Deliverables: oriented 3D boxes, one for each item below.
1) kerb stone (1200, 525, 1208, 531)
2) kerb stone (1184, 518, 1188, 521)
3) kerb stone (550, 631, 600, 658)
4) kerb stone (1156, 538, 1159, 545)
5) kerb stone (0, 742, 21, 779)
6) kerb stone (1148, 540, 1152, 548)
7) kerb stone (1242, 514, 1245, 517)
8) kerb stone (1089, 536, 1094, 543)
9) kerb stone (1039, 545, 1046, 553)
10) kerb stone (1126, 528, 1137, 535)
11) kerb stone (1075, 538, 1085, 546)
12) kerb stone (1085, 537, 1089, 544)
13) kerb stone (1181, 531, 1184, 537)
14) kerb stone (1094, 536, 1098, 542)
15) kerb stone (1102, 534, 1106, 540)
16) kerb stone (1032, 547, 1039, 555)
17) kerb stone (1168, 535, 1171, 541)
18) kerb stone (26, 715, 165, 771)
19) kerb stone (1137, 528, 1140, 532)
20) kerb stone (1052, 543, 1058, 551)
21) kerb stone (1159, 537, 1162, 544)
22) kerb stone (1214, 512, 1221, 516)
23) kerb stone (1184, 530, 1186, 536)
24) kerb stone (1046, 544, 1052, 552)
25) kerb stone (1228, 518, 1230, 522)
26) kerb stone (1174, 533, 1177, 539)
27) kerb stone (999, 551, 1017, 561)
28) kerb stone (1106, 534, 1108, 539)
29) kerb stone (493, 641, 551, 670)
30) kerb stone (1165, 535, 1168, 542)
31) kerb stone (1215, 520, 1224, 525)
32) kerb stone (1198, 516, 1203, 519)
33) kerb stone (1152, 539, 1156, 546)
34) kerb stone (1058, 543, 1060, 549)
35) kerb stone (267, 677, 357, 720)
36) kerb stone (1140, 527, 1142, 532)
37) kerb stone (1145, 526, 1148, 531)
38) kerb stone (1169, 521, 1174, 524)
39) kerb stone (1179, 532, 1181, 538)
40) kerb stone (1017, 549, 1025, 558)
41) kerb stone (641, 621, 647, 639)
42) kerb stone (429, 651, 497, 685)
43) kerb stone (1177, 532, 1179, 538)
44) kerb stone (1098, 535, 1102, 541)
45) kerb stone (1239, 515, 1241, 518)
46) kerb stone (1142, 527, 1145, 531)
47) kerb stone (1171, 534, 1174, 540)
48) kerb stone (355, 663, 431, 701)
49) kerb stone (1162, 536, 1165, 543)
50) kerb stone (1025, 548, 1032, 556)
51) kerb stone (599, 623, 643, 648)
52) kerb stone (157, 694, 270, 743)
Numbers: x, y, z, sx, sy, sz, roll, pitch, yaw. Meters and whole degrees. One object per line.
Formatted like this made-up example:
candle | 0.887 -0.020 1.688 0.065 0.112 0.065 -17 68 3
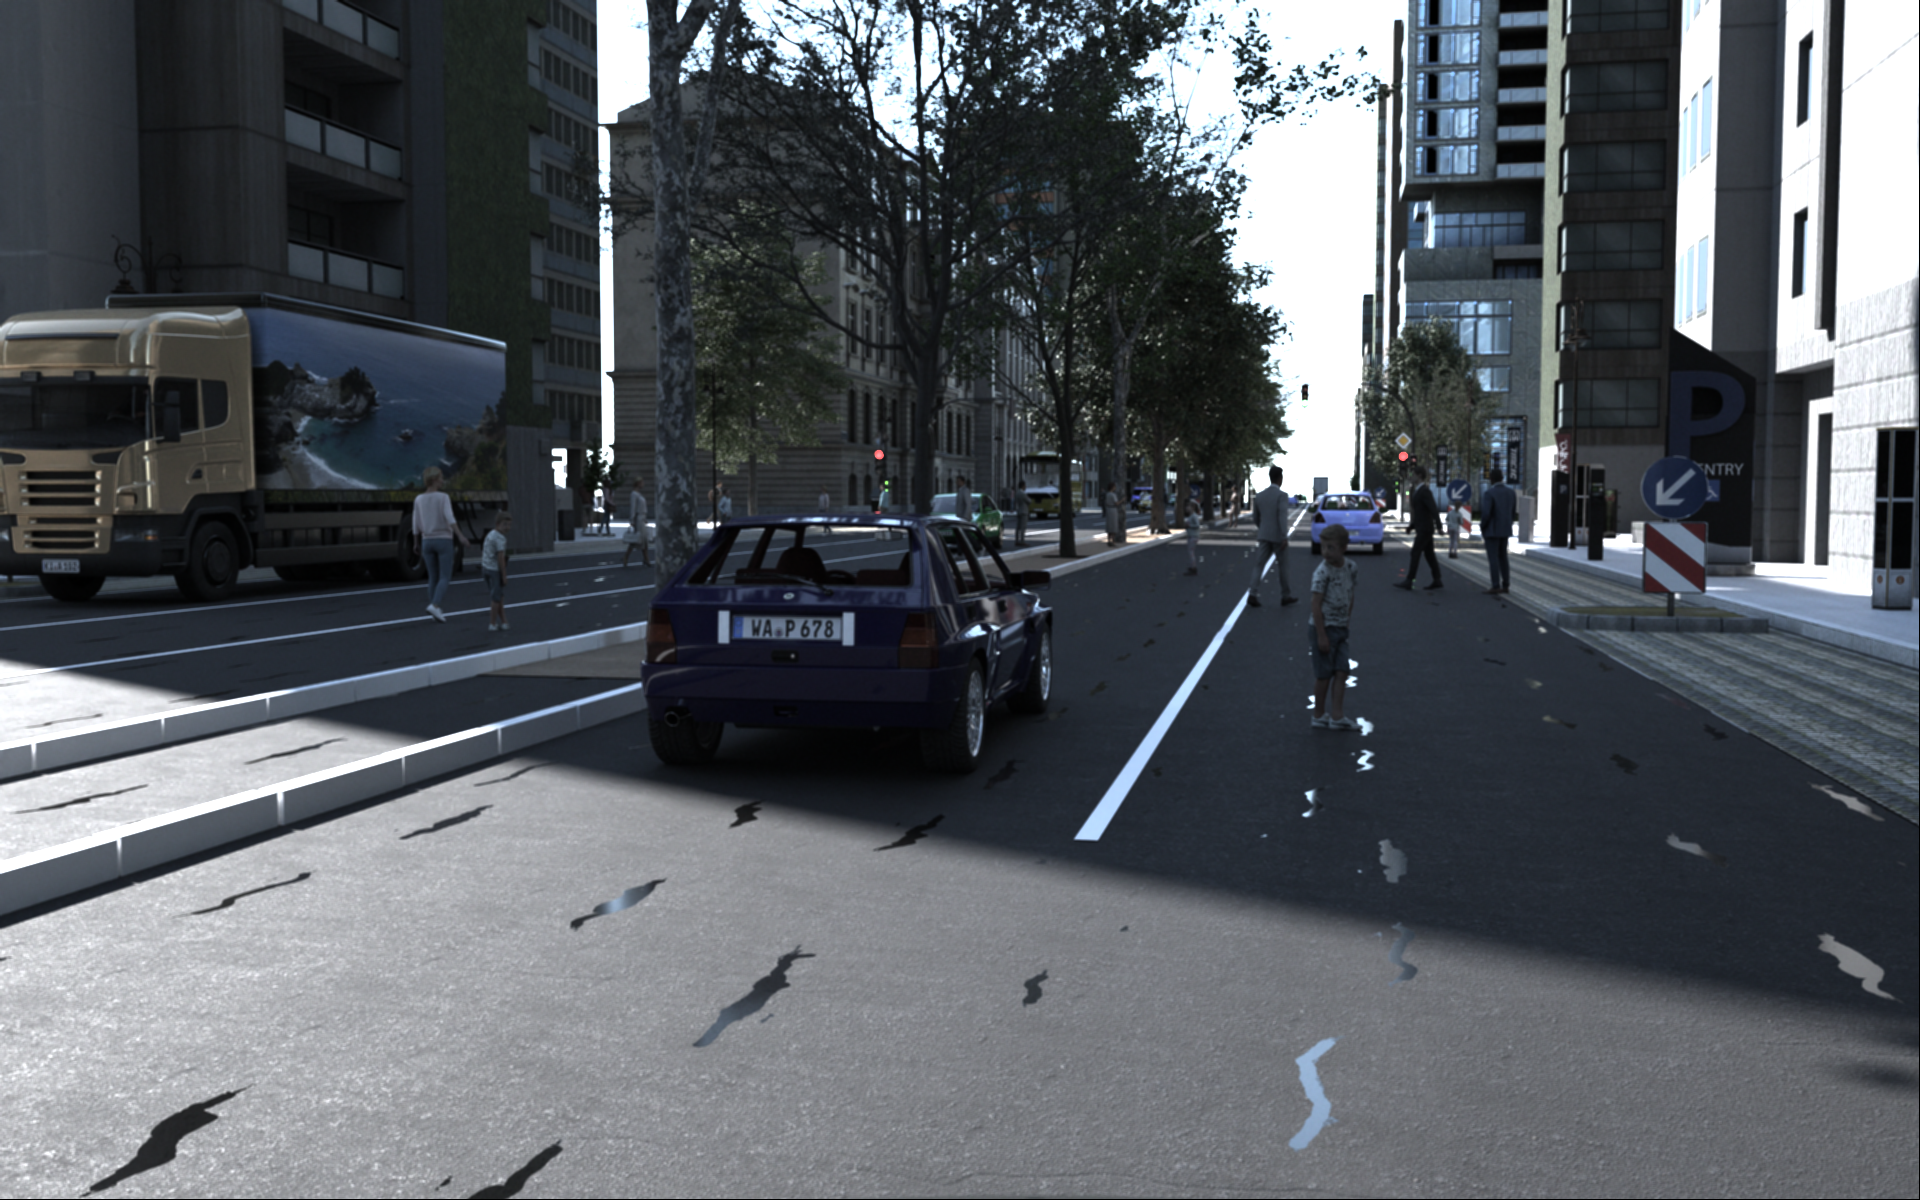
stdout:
kerb stone | 9.896 -2.940 70.284 0.120 0.150 1.000 1 4 12
kerb stone | 11.857 -4.166 90.304 0.120 0.150 1.000 1 4 12
kerb stone | -3.495 0.416 15.475 0.120 0.150 1.000 1 4 12
kerb stone | 5.364 -1.589 48.186 0.120 0.150 1.000 1 4 12
kerb stone | -4.940 0.841 8.448 0.120 0.150 1.000 1 4 12
kerb stone | 4.952 -1.467 46.180 0.120 0.150 1.000 1 4 12
kerb stone | 17.226 -5.125 105.995 0.120 0.150 1.000 1 4 12
kerb stone | 3.717 -1.738 50.617 0.120 0.150 1.000 1 4 12
kerb stone | 1.863 -1.186 41.586 0.120 0.150 1.000 1 4 12
kerb stone | 6.194 -2.476 62.674 0.120 0.150 1.000 1 4 12
kerb stone | 3.303 -1.615 48.608 0.120 0.150 1.000 1 4 12
kerb stone | 3.511 -1.672 49.616 0.120 0.150 1.000 1 4 12
kerb stone | 7.210 -2.141 57.220 0.120 0.150 1.000 1 4 12
kerb stone | 3.926 -1.796 51.619 0.120 0.150 1.000 1 4 12
kerb stone | 4.336 -1.920 53.625 0.120 0.150 1.000 1 4 12
kerb stone | 1.656 -1.124 40.581 0.120 0.150 1.000 1 4 12
kerb stone | 6.183 -1.833 52.203 0.120 0.150 1.000 1 4 12
kerb stone | -4.735 0.779 9.454 0.120 0.150 1.000 1 4 12
kerb stone | 6.403 -2.537 63.679 0.120 0.150 1.000 1 4 12
kerb stone | 2.270 -1.308 43.593 0.120 0.150 1.000 1 4 12
kerb stone | 5.565 -1.649 49.198 0.120 0.150 1.000 1 4 12
kerb stone | 17.621 -5.881 118.392 0.120 0.150 1.000 1 4 12
kerb stone | 7.422 -2.203 58.226 0.120 0.150 1.000 1 4 12
kerb stone | 2.068 -1.247 42.589 0.120 0.150 1.000 1 4 12
kerb stone | 13.320 -3.952 86.915 0.120 0.150 1.000 1 4 12
kerb stone | 6.604 -1.955 54.213 0.120 0.150 1.000 1 4 12
kerb stone | 1.038 -0.941 37.576 0.120 0.150 1.000 1 4 12
kerb stone | 4.541 -1.984 54.626 0.120 0.150 1.000 1 4 12
kerb stone | -3.712 0.473 14.468 0.120 0.150 1.000 1 4 12
kerb stone | 5.977 -1.774 51.201 0.120 0.150 1.000 1 4 12
kerb stone | 12.281 -3.652 81.907 0.120 0.150 1.000 1 4 12
kerb stone | 14.131 -4.840 101.332 0.120 0.150 1.000 1 4 12
kerb stone | 5.156 -1.528 47.185 0.120 0.150 1.000 1 4 12
kerb stone | 2.484 -1.361 44.594 0.120 0.150 1.000 1 4 12
kerb stone | -4.330 0.657 11.458 0.120 0.150 1.000 1 4 12
kerb stone | 6.607 -2.597 64.689 0.120 0.150 1.000 1 4 12
kerb stone | 7.016 -2.720 66.695 0.120 0.150 1.000 1 4 12
kerb stone | 10.010 -3.611 81.268 0.120 0.150 1.000 1 4 12
kerb stone | 7.009 -2.078 56.217 0.120 0.150 1.000 1 4 12
kerb stone | 1.251 -0.993 38.577 0.120 0.150 1.000 1 4 12
kerb stone | -3.089 0.288 17.479 0.120 0.150 1.000 1 4 12
kerb stone | -3.909 0.534 13.465 0.120 0.150 1.000 1 4 12
kerb stone | 6.800 -2.017 55.216 0.120 0.150 1.000 1 4 12
kerb stone | 4.125 -1.861 52.622 0.120 0.150 1.000 1 4 12
kerb stone | 15.990 -4.755 99.968 0.120 0.150 1.000 1 4 12
kerb stone | 6.811 -2.660 65.691 0.120 0.150 1.000 1 4 12
kerb stone | 6.391 -1.896 53.204 0.120 0.150 1.000 1 4 12
kerb stone | -4.129 0.597 12.462 0.120 0.150 1.000 1 4 12
kerb stone | 5.776 -1.713 50.198 0.120 0.150 1.000 1 4 12
kerb stone | 1.445 -1.063 39.581 0.120 0.150 1.000 1 4 12
kerb stone | -3.292 0.351 16.477 0.120 0.150 1.000 1 4 12
kerb stone | -4.533 0.718 10.456 0.120 0.150 1.000 1 4 12
